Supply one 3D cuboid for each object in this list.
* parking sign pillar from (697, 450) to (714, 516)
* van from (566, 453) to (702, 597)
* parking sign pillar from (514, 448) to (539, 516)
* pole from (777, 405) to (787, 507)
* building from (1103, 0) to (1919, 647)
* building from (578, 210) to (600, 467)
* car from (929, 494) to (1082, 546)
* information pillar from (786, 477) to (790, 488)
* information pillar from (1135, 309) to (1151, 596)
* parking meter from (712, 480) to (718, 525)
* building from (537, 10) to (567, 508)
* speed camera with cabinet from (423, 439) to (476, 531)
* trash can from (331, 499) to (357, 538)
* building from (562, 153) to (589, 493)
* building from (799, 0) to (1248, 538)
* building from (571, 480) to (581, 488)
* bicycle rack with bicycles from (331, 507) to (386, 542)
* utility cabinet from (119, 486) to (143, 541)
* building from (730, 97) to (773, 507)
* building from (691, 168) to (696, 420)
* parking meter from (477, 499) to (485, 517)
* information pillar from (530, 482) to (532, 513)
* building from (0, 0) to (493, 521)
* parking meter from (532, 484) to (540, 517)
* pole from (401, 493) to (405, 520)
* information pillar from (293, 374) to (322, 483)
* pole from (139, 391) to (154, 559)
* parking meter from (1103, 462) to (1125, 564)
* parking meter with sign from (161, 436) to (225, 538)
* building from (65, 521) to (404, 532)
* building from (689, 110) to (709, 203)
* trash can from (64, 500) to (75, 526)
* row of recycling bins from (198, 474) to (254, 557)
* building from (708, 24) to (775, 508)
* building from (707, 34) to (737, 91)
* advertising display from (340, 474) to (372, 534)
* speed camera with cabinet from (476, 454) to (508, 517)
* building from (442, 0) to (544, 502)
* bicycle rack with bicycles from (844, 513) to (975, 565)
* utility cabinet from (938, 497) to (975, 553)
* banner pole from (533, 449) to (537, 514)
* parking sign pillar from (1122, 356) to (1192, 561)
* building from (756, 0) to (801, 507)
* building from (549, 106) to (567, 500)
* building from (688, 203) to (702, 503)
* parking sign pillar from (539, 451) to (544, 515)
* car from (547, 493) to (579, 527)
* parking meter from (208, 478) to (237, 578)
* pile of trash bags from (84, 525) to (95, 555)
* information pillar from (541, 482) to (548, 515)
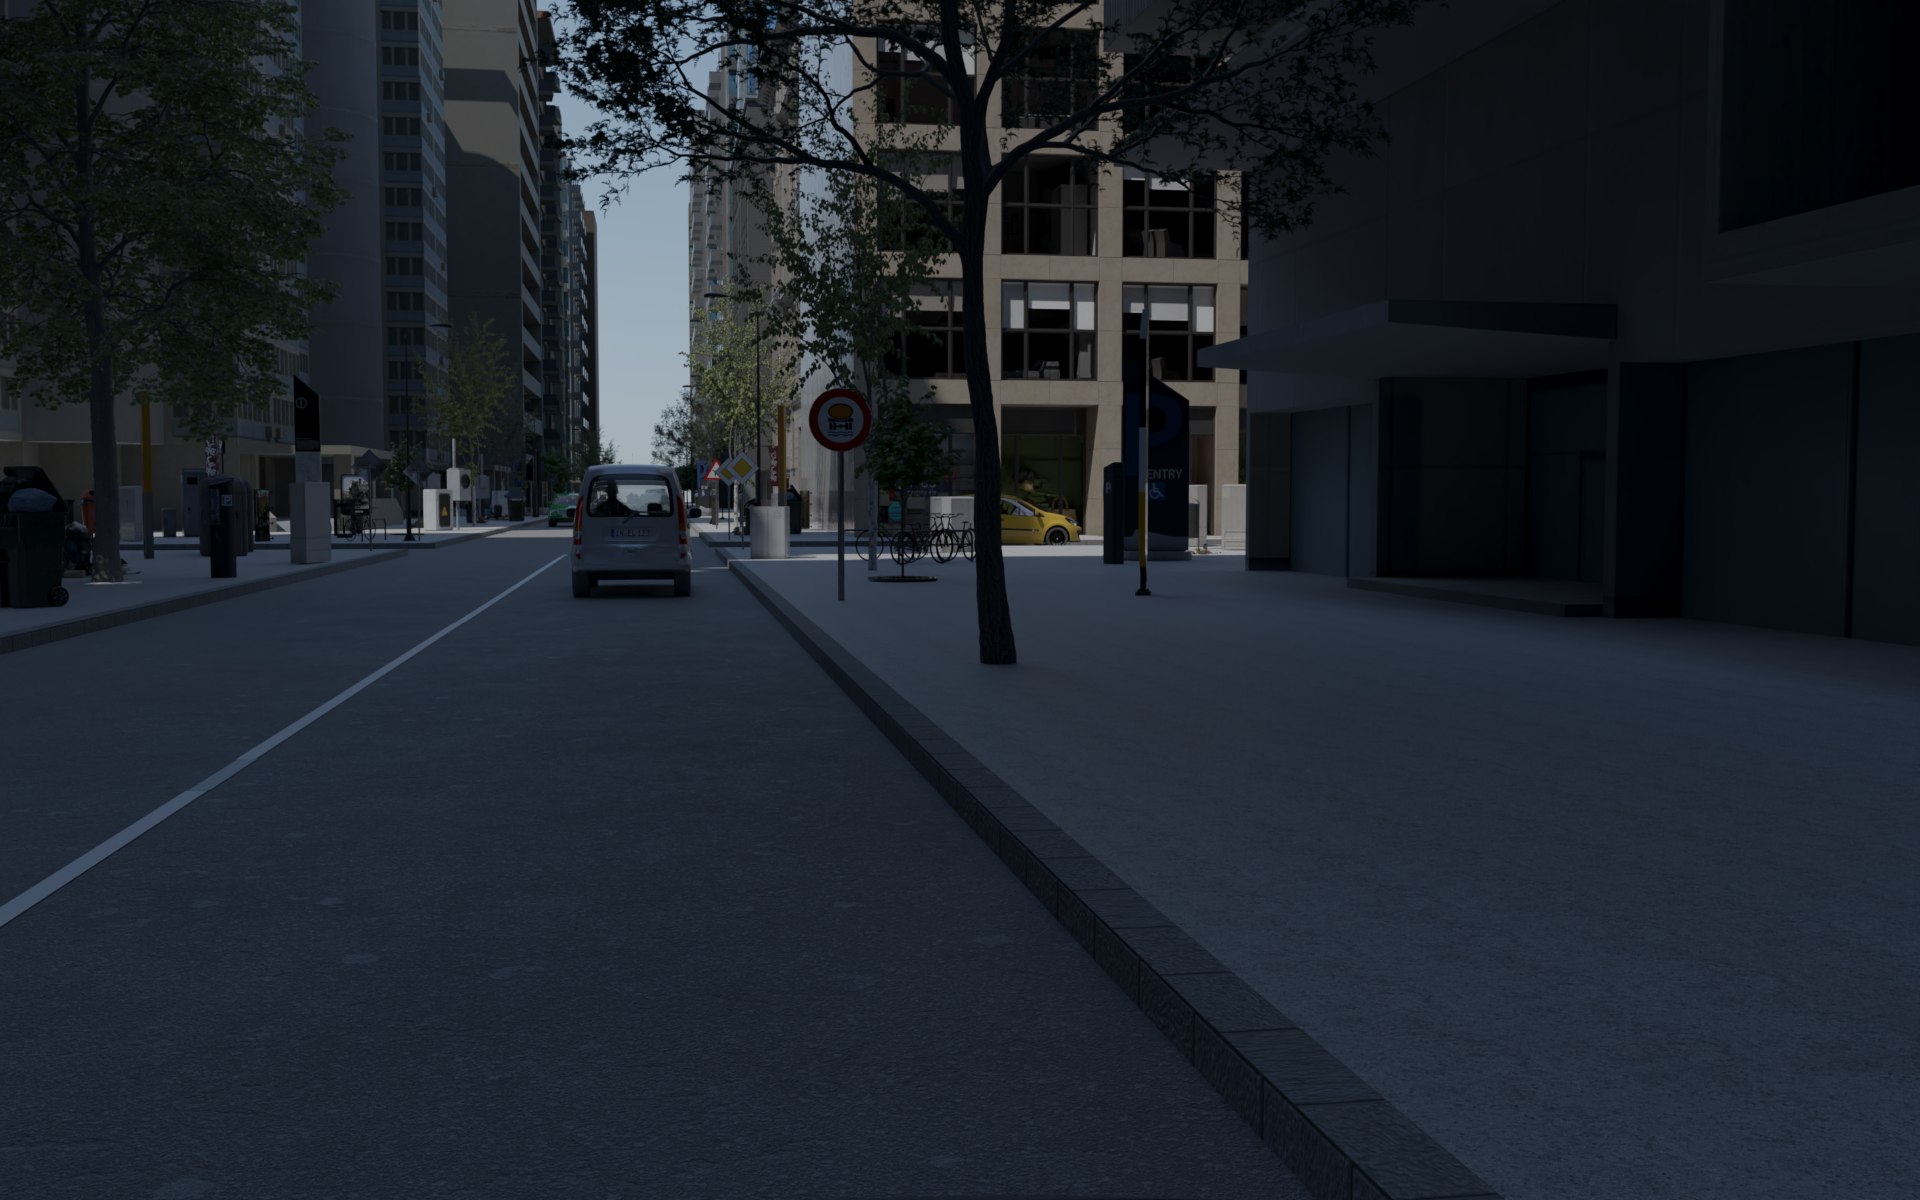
[{"bbox_3d":[-14.826,-6.891,101.145,1.447,3.967,1.447,-3,4,-38],"label":"parking sign pillar"},{"bbox_3d":[-4.813,-1.133,25.537,2.013,2.044,4.112,-1,4,-9],"label":"van"},{"bbox_3d":[-25.318,-6.808,99.786,1.447,3.967,1.447,0,4,-3],"label":"parking sign pillar"},{"bbox_3d":[-4.096,-2.816,39.886,0.158,3.312,0.155,0,3,0],"label":"pole"},{"bbox_3d":[17.796,-26.185,17.365,28.713,52.752,27.495,-1,4,-10],"label":"building"},{"bbox_3d":[-62.382,-37.556,264.146,14.600,45.320,14.200,-1,4,-10],"label":"building"},{"bbox_3d":[1.204,-2.157,45.491,3.980,1.641,2.015,-1,4,-11],"label":"car"},{"bbox_3d":[-7.640,-4.344,75.524,0.304,2.012,0.304,3,4,37],"label":"information pillar"},{"bbox_3d":[2.314,-1.863,21.821,0.183,3.616,0.504,1,4,9],"label":"information pillar"},{"bbox_3d":[-10.112,-4.023,71.492,0.255,1.863,0.399,0,4,-6],"label":"parking meter"},{"bbox_3d":[-46.936,-30.544,154.014,22.147,44.769,28.867,-1,4,-10],"label":"building"},{"bbox_3d":[-18.114,-4.089,61.195,0.660,3.252,2.038,1,4,20],"label":"speed camera with cabinet"},{"bbox_3d":[-18.058,-2.395,50.806,0.748,1.137,0.748,0,3,0],"label":"trash can"},{"bbox_3d":[-63.457,-37.982,240.620,23.786,49.044,30.456,-1,4,-10],"label":"building"},{"bbox_3d":[11.995,-15.784,62.592,34.151,26.468,19.350,-1,4,-10],"label":"building"},{"bbox_3d":[-62.513,-31.886,213.209,32.217,40.220,23.993,-1,4,-10],"label":"building"},{"bbox_3d":[-17.062,-2.072,47.267,2.852,0.926,2.925,0,4,3],"label":"bicycle rack with bicycles"},{"bbox_3d":[-22.505,-2.345,47.021,1.173,1.500,0.318,3,5,44],"label":"utility cabinet"},{"bbox_3d":[-7.171,-19.481,112.027,14.314,27.812,24.014,-1,4,-10],"label":"building"},{"bbox_3d":[-23.371,-36.999,224.548,23.786,49.044,30.456,-1,4,-10],"label":"building"},{"bbox_3d":[-25.095,-5.036,90.745,0.372,1.533,0.369,0,3,0],"label":"parking meter"},{"bbox_3d":[-25.288,-5.998,102.566,0.304,2.012,0.304,-2,4,-25],"label":"information pillar"},{"bbox_3d":[-44.217,-25.183,103.617,32.217,40.220,23.993,-1,4,-10],"label":"building"},{"bbox_3d":[-24.085,-5.668,98.382,0.399,1.863,0.255,-1,4,-19],"label":"parking meter"},{"bbox_3d":[-27.500,-5.605,85.485,0.158,3.312,0.155,0,3,0],"label":"pole"},{"bbox_3d":[-12.776,-2.603,33.918,0.504,3.616,0.183,-1,4,-11],"label":"information pillar"},{"bbox_3d":[-16.091,-2.472,34.265,0.158,3.312,0.155,0,3,0],"label":"pole"},{"bbox_3d":[2.815,-1.592,31.739,0.255,1.863,0.399,-2,4,-27],"label":"parking meter"},{"bbox_3d":[-22.825,-3.383,51.567,1.738,3.016,0.543,-2,4,-32],"label":"parking meter with sign"},{"bbox_3d":[-38.390,-22.697,62.976,32.217,40.220,23.993,-1,4,-10],"label":"building"},{"bbox_3d":[-30.907,-44.339,266.940,21.231,58.520,28.212,-1,4,-10],"label":"building"},{"bbox_3d":[-23.461,-2.052,45.197,0.748,1.137,0.748,0,3,0],"label":"trash can"},{"bbox_3d":[-15.686,-1.827,36.991,1.069,1.692,3.534,-1,4,-19],"label":"row of recycling bins"},{"bbox_3d":[-10.506,-51.218,150.086,22.319,86.520,31.000,-1,4,-10],"label":"building"},{"bbox_3d":[-15.202,-34.389,181.862,23.786,49.044,30.456,-1,4,-10],"label":"building"},{"bbox_3d":[-19.594,-3.120,56.226,0.974,1.923,0.123,-2,4,-31],"label":"advertising display"},{"bbox_3d":[-23.271,-5.631,86.410,2.038,3.252,0.660,-3,5,-41],"label":"speed camera with cabinet"},{"bbox_3d":[-42.778,-30.867,128.380,21.300,48.544,21.600,-1,4,-10],"label":"building"},{"bbox_3d":[-0.805,-1.185,32.763,2.925,0.926,2.852,-3,5,-39],"label":"bicycle rack with bicycles"},{"bbox_3d":[0.012,-1.650,38.147,0.306,1.237,1.020,3,4,37],"label":"utility cabinet"},{"bbox_3d":[-23.581,-6.490,96.124,0.401,3.779,0.863,0,4,0],"label":"banner pole"},{"bbox_3d":[3.797,-2.761,33.609,1.447,3.967,1.447,0,4,6],"label":"parking sign pillar"},{"bbox_3d":[-2.776,-18.405,88.307,14.401,28.519,23.554,-1,4,-10],"label":"building"},{"bbox_3d":[-47.800,-30.127,176.164,14.154,41.232,14.086,-1,4,-10],"label":"building"},{"bbox_3d":[-31.354,-34.396,245.966,14.154,41.232,14.086,-1,4,-10],"label":"building"},{"bbox_3d":[-26.486,-7.309,107.966,1.447,3.967,1.447,3,4,39],"label":"parking sign pillar"},{"bbox_3d":[-17.255,-4.151,76.661,1.959,1.807,4.718,-1,4,-10],"label":"car"},{"bbox_3d":[-11.321,-1.112,26.588,0.372,1.533,0.369,0,3,0],"label":"parking meter"},{"bbox_3d":[-19.254,-1.575,35.507,3.447,1.369,1.912,-3,5,-40],"label":"pile of trash bags"},{"bbox_3d":[-25.148,-6.137,104.836,0.304,2.012,0.304,-2,4,-27],"label":"information pillar"}]
